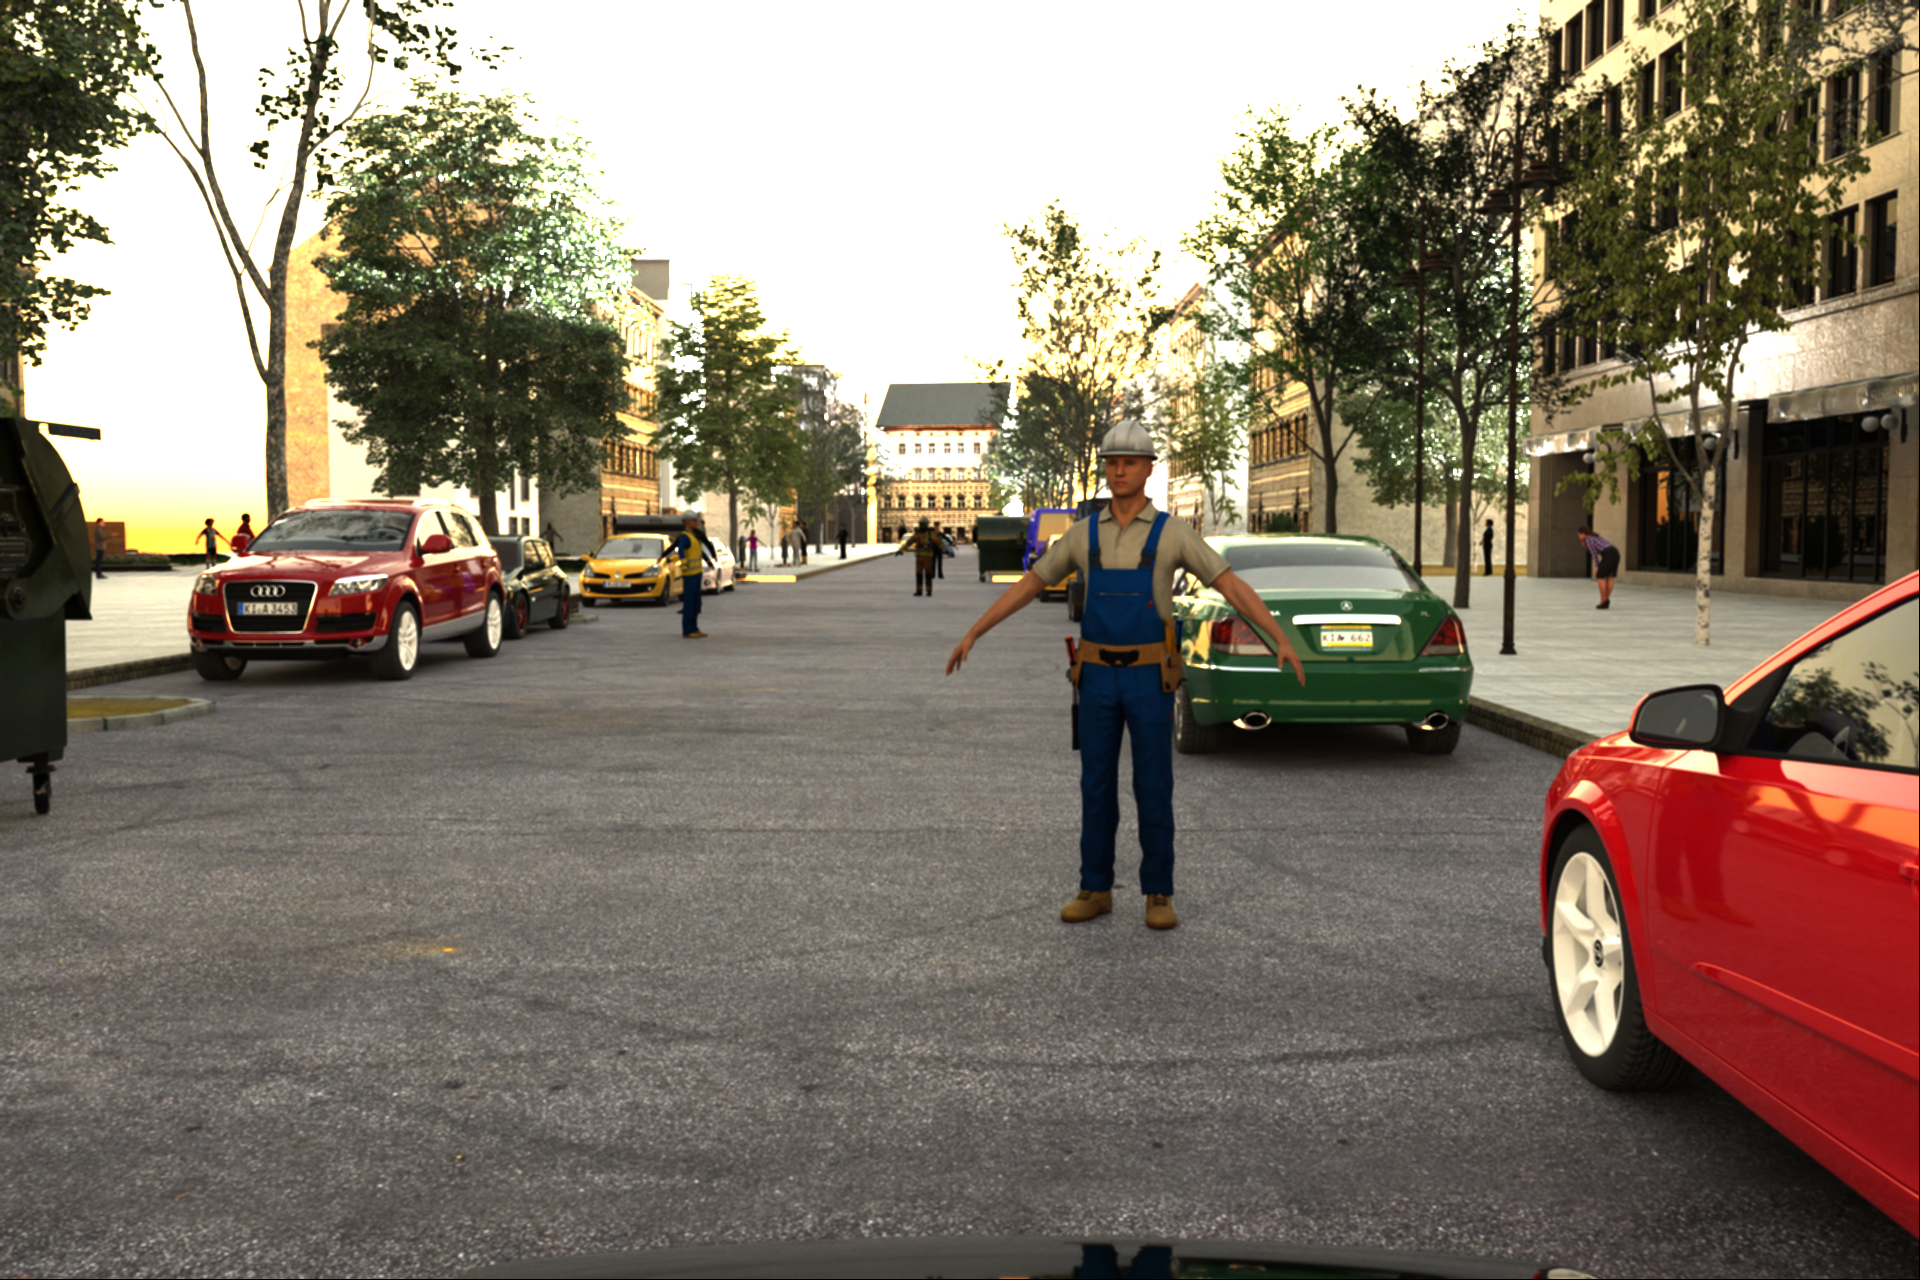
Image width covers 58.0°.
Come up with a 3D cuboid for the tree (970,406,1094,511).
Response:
[{"bbox_3d":[6.049,-13.946,138.394,12.009,13.543,11.850,0,3,0],"label":"tree"}]

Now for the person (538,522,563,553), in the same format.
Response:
[{"bbox_3d":[-18.715,-4.458,79.009,1.348,1.813,0.705,1,4,13],"label":"person"}]

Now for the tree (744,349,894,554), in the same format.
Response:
[{"bbox_3d":[-9.439,-12.470,114.249,12.009,13.543,11.850,0,3,0],"label":"tree"}]

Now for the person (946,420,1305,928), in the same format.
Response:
[{"bbox_3d":[0.610,0.117,6.397,1.347,1.847,0.705,1,4,20],"label":"person"}]

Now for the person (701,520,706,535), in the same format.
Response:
[{"bbox_3d":[-9.506,-3.514,63.725,0.705,1.796,1.348,-1,4,-12],"label":"person"}]

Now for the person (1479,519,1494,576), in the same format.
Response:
[{"bbox_3d":[16.177,-2.849,53.307,0.721,1.740,1.216,2,4,29],"label":"person"}]

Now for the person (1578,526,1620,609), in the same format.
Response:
[{"bbox_3d":[10.949,-1.250,29.721,0.697,1.427,0.421,3,4,38],"label":"person"}]

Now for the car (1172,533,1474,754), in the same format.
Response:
[{"bbox_3d":[2.332,-0.056,12.712,2.131,1.459,4.920,0,4,0],"label":"car"}]

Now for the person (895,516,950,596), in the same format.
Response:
[{"bbox_3d":[-0.846,-1.949,40.086,1.354,1.858,0.705,1,4,21],"label":"person"}]

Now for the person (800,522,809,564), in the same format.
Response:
[{"bbox_3d":[-6.655,-4.115,73.419,0.704,1.812,1.346,1,4,16],"label":"person"}]

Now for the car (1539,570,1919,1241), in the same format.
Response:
[{"bbox_3d":[2.495,0.358,3.195,2.155,1.783,4.494,0,4,1],"label":"car"}]

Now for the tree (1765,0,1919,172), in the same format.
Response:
[{"bbox_3d":[8.796,-6.181,11.430,12.009,13.543,11.850,0,3,0],"label":"tree"}]

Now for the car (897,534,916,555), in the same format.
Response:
[{"bbox_3d":[-3.314,-6.670,119.278,2.015,1.641,3.980,0,3,0],"label":"car"}]

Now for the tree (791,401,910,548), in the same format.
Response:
[{"bbox_3d":[-9.645,-15.086,157.030,12.009,13.543,11.850,0,3,0],"label":"tree"}]

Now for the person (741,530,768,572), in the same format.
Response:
[{"bbox_3d":[-6.950,-3.007,58.434,0.991,1.433,0.599,1,4,18],"label":"person"}]

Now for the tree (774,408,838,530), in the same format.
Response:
[{"bbox_3d":[-9.215,-9.245,101.523,4.360,8.622,3.978,0,3,0],"label":"tree"}]

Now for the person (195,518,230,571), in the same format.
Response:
[{"bbox_3d":[-25.235,-3.195,58.388,0.704,1.843,1.345,2,4,28],"label":"person"}]

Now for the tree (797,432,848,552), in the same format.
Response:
[{"bbox_3d":[-9.839,-10.537,122.640,4.737,8.622,4.395,0,3,0],"label":"tree"}]

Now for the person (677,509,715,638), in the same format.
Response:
[{"bbox_3d":[-3.648,-0.923,24.017,0.721,1.772,1.216,1,4,10],"label":"person"}]

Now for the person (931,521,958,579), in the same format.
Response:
[{"bbox_3d":[-0.739,-2.902,55.840,1.347,1.837,0.705,-1,4,-14],"label":"person"}]

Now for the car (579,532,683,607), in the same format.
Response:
[{"bbox_3d":[-6.615,-1.543,35.452,2.015,1.641,3.980,0,4,1],"label":"car"}]

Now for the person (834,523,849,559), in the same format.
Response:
[{"bbox_3d":[-6.049,-5.083,89.040,0.705,1.837,1.347,-3,4,-37],"label":"person"}]

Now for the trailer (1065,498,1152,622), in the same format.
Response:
[{"bbox_3d":[2.516,-1.361,29.298,1.471,1.999,3.904,0,4,-1],"label":"trailer"}]

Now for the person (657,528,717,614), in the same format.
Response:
[{"bbox_3d":[-4.874,-1.383,31.292,0.704,1.802,1.346,3,5,43],"label":"person"}]

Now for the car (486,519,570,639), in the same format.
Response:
[{"bbox_3d":[-6.813,-0.920,24.826,2.009,1.686,4.222,0,4,0],"label":"car"}]

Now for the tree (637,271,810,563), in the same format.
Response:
[{"bbox_3d":[-10.315,-9.618,75.388,7.486,12.596,7.792,0,3,0],"label":"tree"}]

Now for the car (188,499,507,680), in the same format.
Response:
[{"bbox_3d":[-6.417,-0.610,18.651,2.281,1.827,5.304,0,4,0],"label":"car"}]

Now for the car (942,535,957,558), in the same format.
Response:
[{"bbox_3d":[-1.216,-5.810,106.997,2.014,1.417,4.499,0,4,-1],"label":"car"}]

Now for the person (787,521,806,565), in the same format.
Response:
[{"bbox_3d":[-6.821,-4.017,71.866,1.347,1.806,0.705,3,5,40],"label":"person"}]

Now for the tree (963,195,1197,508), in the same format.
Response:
[{"bbox_3d":[6.582,-14.637,95.202,12.611,20.169,13.585,0,3,0],"label":"tree"}]

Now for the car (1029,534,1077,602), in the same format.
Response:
[{"bbox_3d":[2.523,-1.690,37.859,2.015,1.641,3.980,0,4,0],"label":"car"}]

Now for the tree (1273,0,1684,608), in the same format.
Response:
[{"bbox_3d":[9.044,-5.837,29.854,7.601,10.594,8.767,-1,4,-17],"label":"tree"}]

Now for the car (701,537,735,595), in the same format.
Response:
[{"bbox_3d":[-6.610,-1.834,42.350,2.083,1.381,4.827,0,4,0],"label":"car"}]

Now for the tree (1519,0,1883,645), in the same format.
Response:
[{"bbox_3d":[8.614,-4.260,20.019,4.737,8.622,4.395,0,3,0],"label":"tree"}]

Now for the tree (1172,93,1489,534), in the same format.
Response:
[{"bbox_3d":[8.792,-7.063,41.228,9.928,11.665,9.643,0,3,0],"label":"tree"}]

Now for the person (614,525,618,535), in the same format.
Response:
[{"bbox_3d":[-17.795,-5.140,90.224,0.705,1.806,1.347,-1,4,-20],"label":"person"}]

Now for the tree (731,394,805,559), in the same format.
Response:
[{"bbox_3d":[-9.623,-8.390,87.535,4.737,8.622,4.395,0,3,0],"label":"tree"}]

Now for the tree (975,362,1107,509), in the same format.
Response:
[{"bbox_3d":[6.319,-12.883,121.010,12.009,13.543,11.850,0,3,0],"label":"tree"}]

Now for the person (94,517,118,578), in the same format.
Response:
[{"bbox_3d":[-24.684,-2.662,50.097,0.750,1.759,0.617,-1,4,-13],"label":"person"}]

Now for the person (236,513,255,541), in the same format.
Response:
[{"bbox_3d":[-18.064,-2.313,43.922,0.704,1.816,1.345,0,4,2],"label":"person"}]

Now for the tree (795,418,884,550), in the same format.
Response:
[{"bbox_3d":[-9.533,-12.429,137.631,7.601,10.594,8.767,-1,4,-11],"label":"tree"}]

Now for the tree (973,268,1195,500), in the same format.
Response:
[{"bbox_3d":[5.881,-10.346,79.527,12.009,13.543,11.850,0,3,0],"label":"tree"}]
